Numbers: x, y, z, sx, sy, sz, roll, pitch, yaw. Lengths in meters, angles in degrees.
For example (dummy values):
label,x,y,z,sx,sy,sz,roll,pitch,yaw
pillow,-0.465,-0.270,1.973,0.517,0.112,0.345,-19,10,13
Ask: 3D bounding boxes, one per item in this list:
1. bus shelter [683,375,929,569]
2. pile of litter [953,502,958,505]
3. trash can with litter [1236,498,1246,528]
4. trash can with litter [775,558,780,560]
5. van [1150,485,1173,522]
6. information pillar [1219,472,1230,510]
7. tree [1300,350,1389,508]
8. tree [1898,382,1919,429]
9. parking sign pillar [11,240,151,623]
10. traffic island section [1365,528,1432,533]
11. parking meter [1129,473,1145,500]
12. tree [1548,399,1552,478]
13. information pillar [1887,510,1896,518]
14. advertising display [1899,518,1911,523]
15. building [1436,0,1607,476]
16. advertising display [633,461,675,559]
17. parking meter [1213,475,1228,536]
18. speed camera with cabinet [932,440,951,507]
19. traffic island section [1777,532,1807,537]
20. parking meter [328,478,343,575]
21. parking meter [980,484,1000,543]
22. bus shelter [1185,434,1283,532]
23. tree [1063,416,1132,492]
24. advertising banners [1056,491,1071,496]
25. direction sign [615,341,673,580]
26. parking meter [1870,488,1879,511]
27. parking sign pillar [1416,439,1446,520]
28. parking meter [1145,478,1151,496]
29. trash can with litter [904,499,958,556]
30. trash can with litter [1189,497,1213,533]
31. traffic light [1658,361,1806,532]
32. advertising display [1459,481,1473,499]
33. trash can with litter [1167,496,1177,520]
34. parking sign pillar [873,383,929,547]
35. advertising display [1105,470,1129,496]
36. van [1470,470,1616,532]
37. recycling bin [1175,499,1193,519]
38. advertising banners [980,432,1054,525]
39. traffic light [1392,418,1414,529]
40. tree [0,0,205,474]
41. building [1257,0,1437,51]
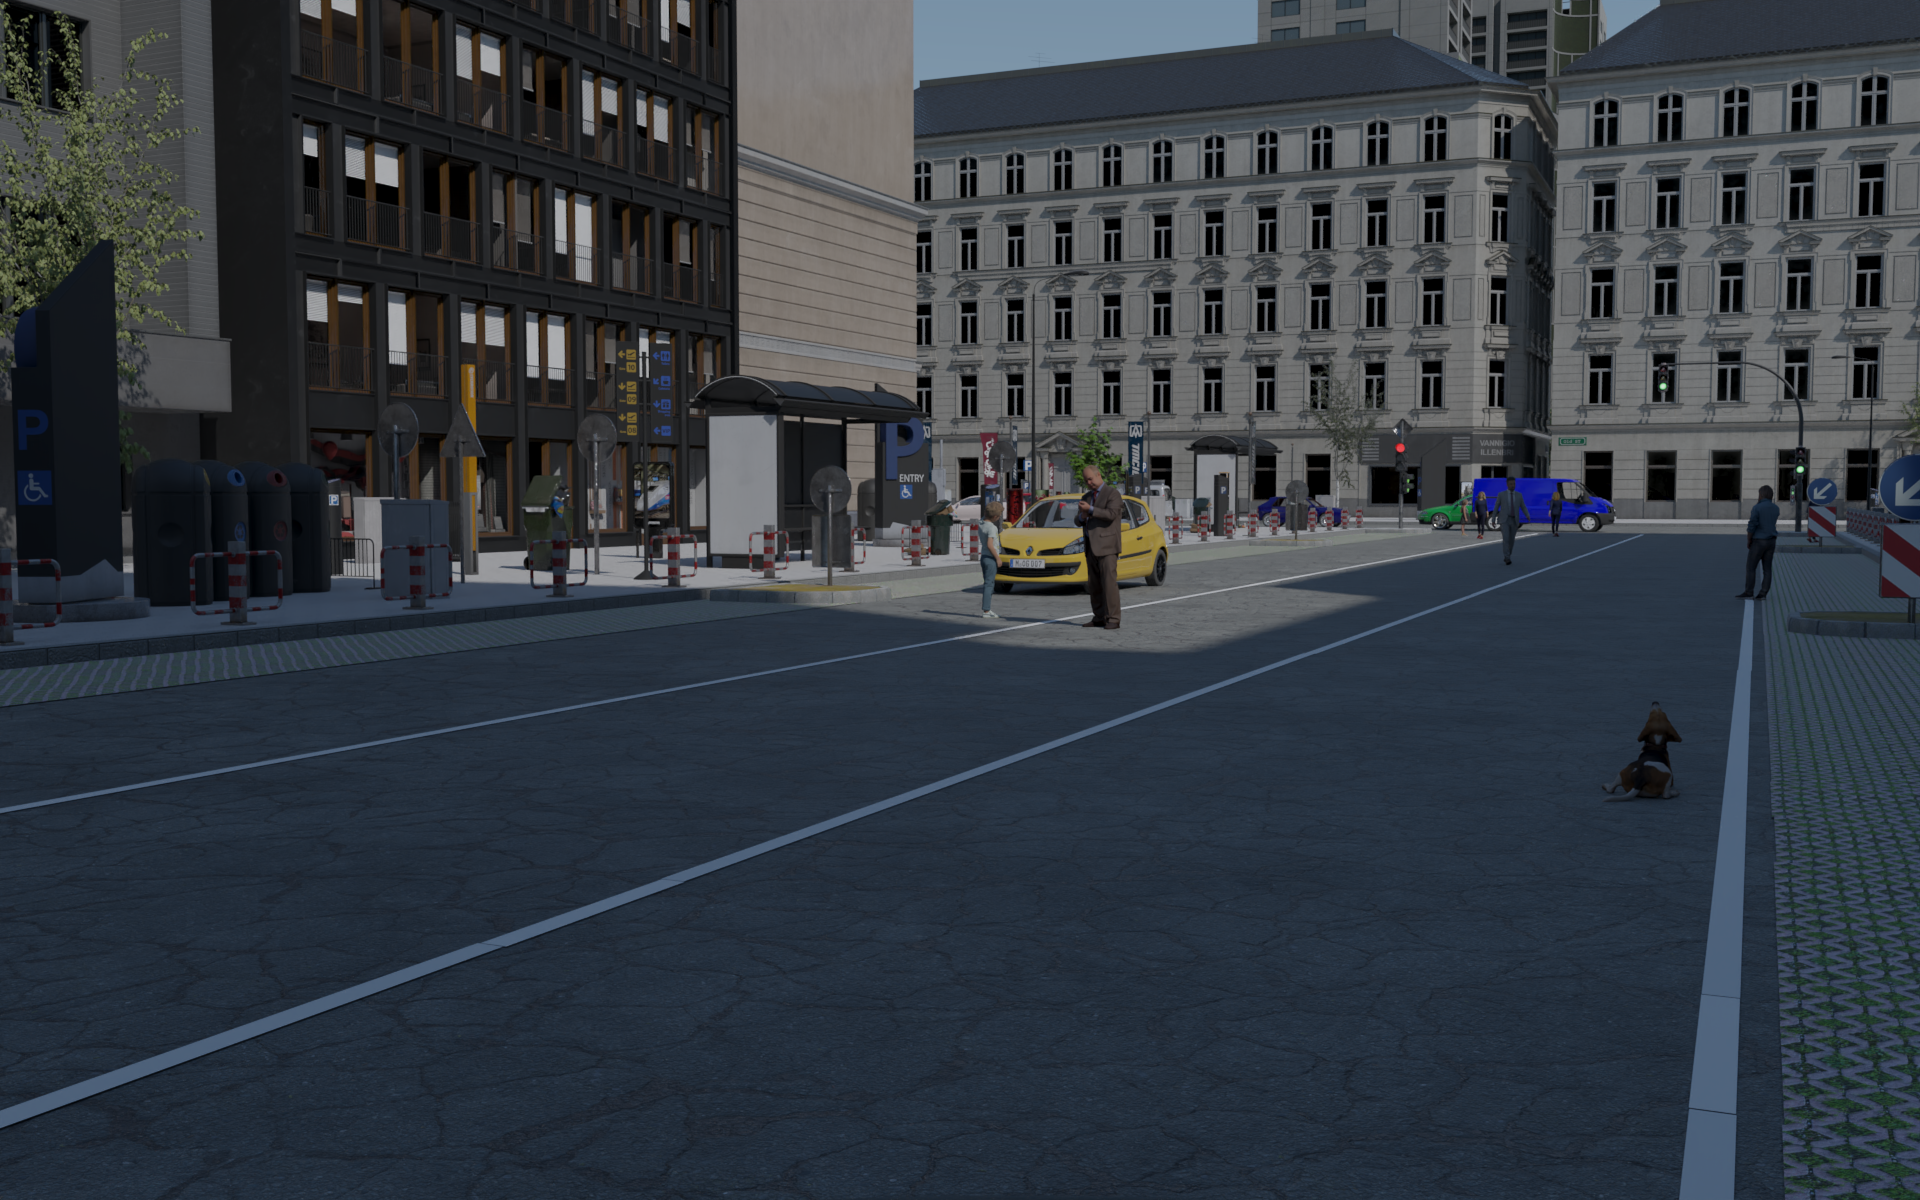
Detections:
label,x,y,z,sx,sy,sz,roll,pitch,yaw
bus shelter,-2.675,-2.324,31.915,2.014,3.302,5.546,2,4,25
pile of litter,-0.102,-4.750,91.625,1.719,0.858,1.176,1,4,13
trash can with litter,9.982,-3.343,65.714,2.233,1.210,1.678,2,4,24
trash can with litter,-3.918,-1.354,33.522,1.055,1.170,0.624,3,4,36
van,8.090,-4.642,82.916,4.112,2.044,2.013,1,4,23
information pillar,8.830,-3.268,57.928,0.304,2.012,0.304,1,4,23
tree,19.712,-8.485,89.095,4.360,8.622,3.978,0,3,0
tree,45.434,-7.900,79.535,4.737,8.622,4.395,0,3,0
parking sign pillar,-9.177,-1.794,17.812,1.447,3.967,1.447,0,4,2
traffic island section,16.299,-2.561,64.154,2.009,0.180,2.903,2,4,25
parking meter,4.930,-2.654,49.097,0.399,1.863,0.255,-3,4,-39
tree,66.241,-15.889,176.793,9.611,12.733,9.660,0,3,0
information pillar,26.672,-2.749,49.434,0.304,2.012,0.304,3,5,40
advertising display,19.182,-1.788,34.452,0.123,1.923,0.974,-2,4,-28
building,81.250,-49.709,250.992,20.611,71.187,20.563,2,4,25
advertising display,-6.092,-1.789,34.460,0.974,1.923,0.123,2,4,30
parking meter,7.906,-2.861,52.486,0.399,1.863,0.255,-2,4,-32
speed camera with cabinet,-0.762,-4.239,63.638,0.660,3.252,2.038,1,4,9
traffic island section,28.375,-2.222,58.613,2.009,0.180,2.903,2,4,25
parking meter,-10.039,-1.172,27.571,0.372,1.533,0.369,0,3,0
parking meter,0.718,-2.249,45.185,0.372,1.533,0.369,0,3,0
bus shelter,9.701,-4.105,61.042,2.014,3.302,5.546,2,4,25
tree,3.406,-2.937,42.622,1.663,3.219,1.824,0,3,0
advertising banners,5.609,-6.234,98.110,0.090,3.025,2.074,3,5,40
direction sign,-4.711,-2.075,25.923,0.876,3.537,0.379,-2,4,-31
parking meter,39.747,-4.090,75.286,0.372,1.533,0.369,0,3,0
parking sign pillar,23.174,-5.912,85.137,1.447,3.967,1.447,-1,4,-15
parking meter,6.135,-3.181,57.721,0.399,1.863,0.255,-3,5,-41
trash can with litter,-0.620,-1.521,36.258,1.055,1.170,0.624,-2,4,-31
trash can with litter,7.928,-2.794,57.068,0.624,1.170,1.055,1,4,21
traffic light,26.405,-5.173,59.253,4.771,5.953,1.251,2,4,25
advertising display,25.958,-5.117,88.872,0.974,1.923,0.123,-3,5,-39
trash can with litter,11.561,-4.958,92.442,0.624,1.170,1.055,-2,4,-29
parking sign pillar,-1.425,-3.297,42.385,1.447,3.967,1.447,-2,4,-32
advertising display,4.084,-2.502,46.115,0.123,1.923,0.974,-3,5,-44
van,22.326,-3.787,66.296,5.245,2.365,2.240,2,4,26
recycling bin,11.717,-4.786,90.797,0.722,1.027,0.722,2,4,26
advertising banners,1.585,-3.239,49.145,2.074,3.025,0.090,0,4,-5
traffic light,16.331,-4.592,64.004,0.839,4.253,0.868,2,4,25
tree,-13.189,-4.612,25.768,4.737,8.622,4.395,0,3,0
building,42.693,-45.088,175.443,20.563,71.187,20.611,2,4,25
